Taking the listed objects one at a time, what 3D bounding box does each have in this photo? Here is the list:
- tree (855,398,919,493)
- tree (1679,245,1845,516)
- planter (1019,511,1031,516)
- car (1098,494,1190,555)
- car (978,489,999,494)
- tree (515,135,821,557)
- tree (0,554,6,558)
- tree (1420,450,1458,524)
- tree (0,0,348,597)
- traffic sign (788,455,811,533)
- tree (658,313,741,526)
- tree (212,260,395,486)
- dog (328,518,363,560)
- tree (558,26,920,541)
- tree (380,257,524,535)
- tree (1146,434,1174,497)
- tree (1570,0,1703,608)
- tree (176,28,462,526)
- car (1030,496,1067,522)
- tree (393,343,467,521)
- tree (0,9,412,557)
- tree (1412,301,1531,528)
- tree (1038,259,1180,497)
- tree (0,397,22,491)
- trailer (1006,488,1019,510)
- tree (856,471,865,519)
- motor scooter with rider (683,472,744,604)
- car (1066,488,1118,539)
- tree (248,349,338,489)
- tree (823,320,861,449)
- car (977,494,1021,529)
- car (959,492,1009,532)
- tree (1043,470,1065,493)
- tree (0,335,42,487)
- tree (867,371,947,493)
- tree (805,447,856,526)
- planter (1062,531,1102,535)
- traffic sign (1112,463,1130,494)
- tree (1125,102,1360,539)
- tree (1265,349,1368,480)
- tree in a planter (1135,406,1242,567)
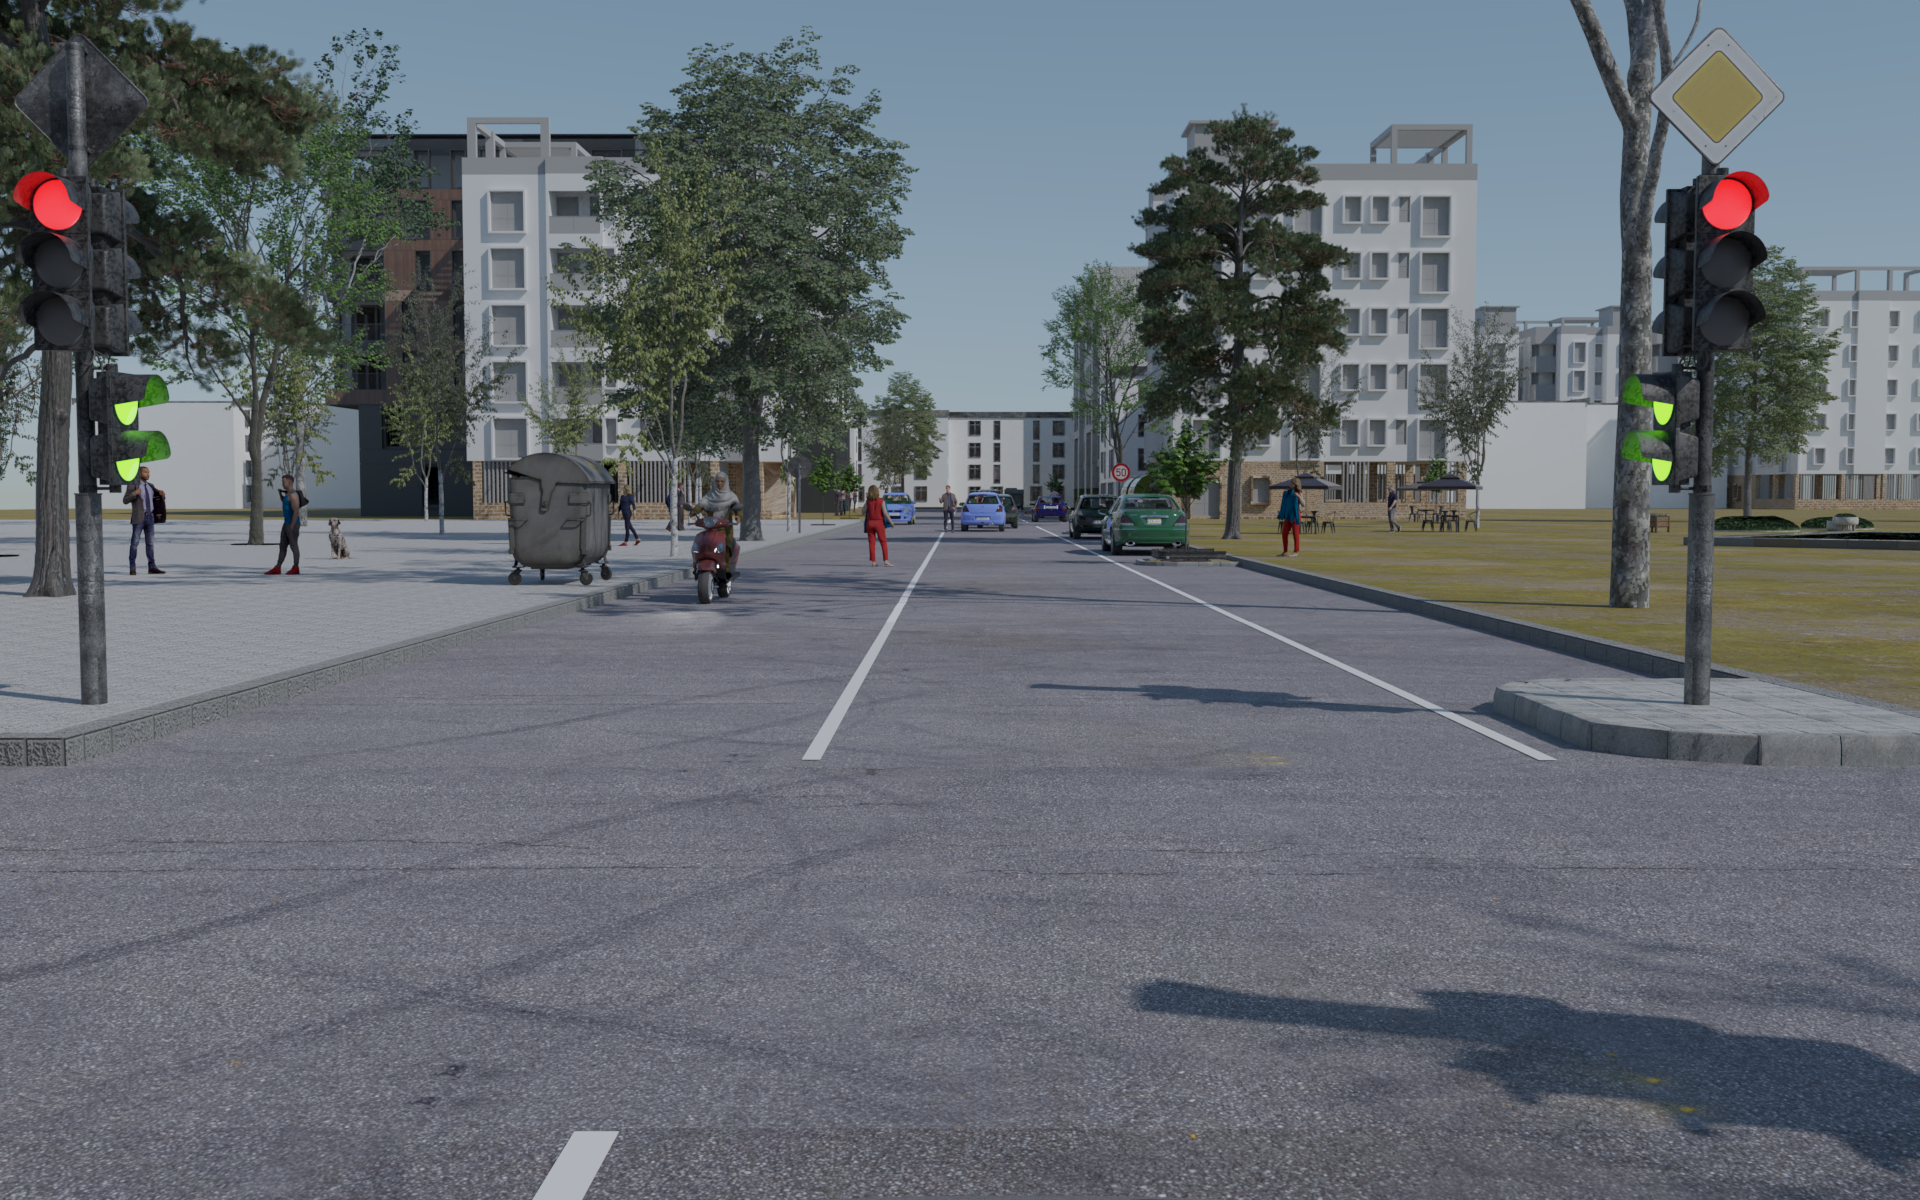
[{"bbox_3d":[-5.741,-11.139,132.478,4.360,8.622,3.978,0,3,0],"label":"tree"},{"bbox_3d":[36.251,-9.810,78.518,7.486,12.596,7.792,0,3,0],"label":"tree"},{"bbox_3d":[4.845,-5.614,112.935,1.991,0.319,1.994,0,4,0],"label":"planter"},{"bbox_3d":[4.476,-1.855,42.126,2.131,1.459,4.920,0,4,0],"label":"car"},{"bbox_3d":[2.180,-7.800,136.204,2.281,1.827,5.304,0,4,-2],"label":"car"},{"bbox_3d":[-6.054,-5.204,35.455,4.737,8.622,4.395,0,3,0],"label":"tree"},{"bbox_3d":[-19.695,-6.675,34.885,9.928,11.665,9.643,0,3,0],"label":"tree"},{"bbox_3d":[20.987,-4.965,75.776,1.663,3.219,1.824,0,3,0],"label":"tree"},{"bbox_3d":[-11.343,-6.081,21.483,6.751,12.117,7.091,0,3,0],"label":"tree"},{"bbox_3d":[-5.252,-3.456,56.617,0.768,2.556,0.104,0,4,2],"label":"traffic sign"},{"bbox_3d":[-10.506,-7.231,68.582,4.360,8.622,3.978,0,3,0],"label":"tree"},{"bbox_3d":[-20.878,-6.317,53.645,4.737,8.622,4.395,0,3,0],"label":"tree"},{"bbox_3d":[-12.143,-1.212,34.191,0.800,0.831,0.513,-3,5,-43],"label":"dog"},{"bbox_3d":[-5.857,-8.598,47.234,9.857,13.997,8.962,0,3,0],"label":"tree"},{"bbox_3d":[-16.192,-6.380,54.672,4.360,8.622,3.978,0,3,0],"label":"tree"},{"bbox_3d":[6.906,-3.758,56.047,1.663,3.219,1.824,0,3,0],"label":"tree"},{"bbox_3d":[6.191,-10.008,19.528,12.611,20.169,13.585,0,3,0],"label":"tree"},{"bbox_3d":[-24.754,-13.016,68.694,12.611,20.169,13.585,0,3,0],"label":"tree"},{"bbox_3d":[4.585,-4.688,89.232,1.945,1.354,3.894,0,3,0],"label":"car"},{"bbox_3d":[-25.175,-8.014,81.387,4.737,8.622,4.395,0,3,0],"label":"tree"},{"bbox_3d":[-17.543,-7.177,43.107,9.928,11.665,9.643,0,3,0],"label":"tree"},{"bbox_3d":[19.368,-7.036,65.402,4.360,8.622,3.978,0,3,0],"label":"tree"},{"bbox_3d":[7.092,-9.285,77.569,9.928,11.665,9.643,0,3,0],"label":"tree"},{"bbox_3d":[-48.550,-6.425,67.951,11.467,7.101,20.602,2,4,29],"label":"tree"},{"bbox_3d":[4.751,-9.451,161.568,1.471,1.999,3.904,0,4,-1],"label":"trailer"},{"bbox_3d":[-5.673,-5.867,90.521,1.663,3.219,1.824,0,3,0],"label":"tree"},{"bbox_3d":[-3.321,-0.881,23.370,0.876,1.779,1.986,0,4,2],"label":"motor scooter with rider"},{"bbox_3d":[4.457,-2.839,56.200,2.009,1.686,4.222,0,4,1],"label":"car"},{"bbox_3d":[-31.555,-8.027,81.603,4.360,8.622,3.978,0,3,0],"label":"tree"},{"bbox_3d":[-5.669,-6.665,59.331,4.737,8.622,4.395,0,3,0],"label":"tree"},{"bbox_3d":[1.571,-3.885,73.298,2.009,1.686,4.222,0,4,0],"label":"car"},{"bbox_3d":[0.912,-3.529,67.287,1.945,1.707,3.694,0,4,2],"label":"car"},{"bbox_3d":[7.668,-8.840,139.137,1.663,3.219,1.824,0,3,0],"label":"tree"},{"bbox_3d":[-30.431,-6.362,54.389,4.360,8.622,3.978,0,3,0],"label":"tree"},{"bbox_3d":[-4.917,-14.761,159.474,7.486,12.596,7.792,0,3,0],"label":"tree"},{"bbox_3d":[-5.483,-4.669,70.937,1.663,3.219,1.824,0,3,0],"label":"tree"},{"bbox_3d":[4.676,-2.510,62.181,1.991,0.319,1.994,0,4,0],"label":"planter"},{"bbox_3d":[6.616,-4.348,71.196,0.768,2.556,0.104,0,4,8],"label":"traffic sign"},{"bbox_3d":[7.834,-7.758,48.899,6.751,12.117,7.091,0,3,0],"label":"tree"},{"bbox_3d":[14.003,-7.332,70.244,4.360,8.622,3.978,0,3,0],"label":"tree"},{"bbox_3d":[4.599,-2.320,35.148,1.991,3.239,1.994,0,4,0],"label":"tree in a planter"}]
